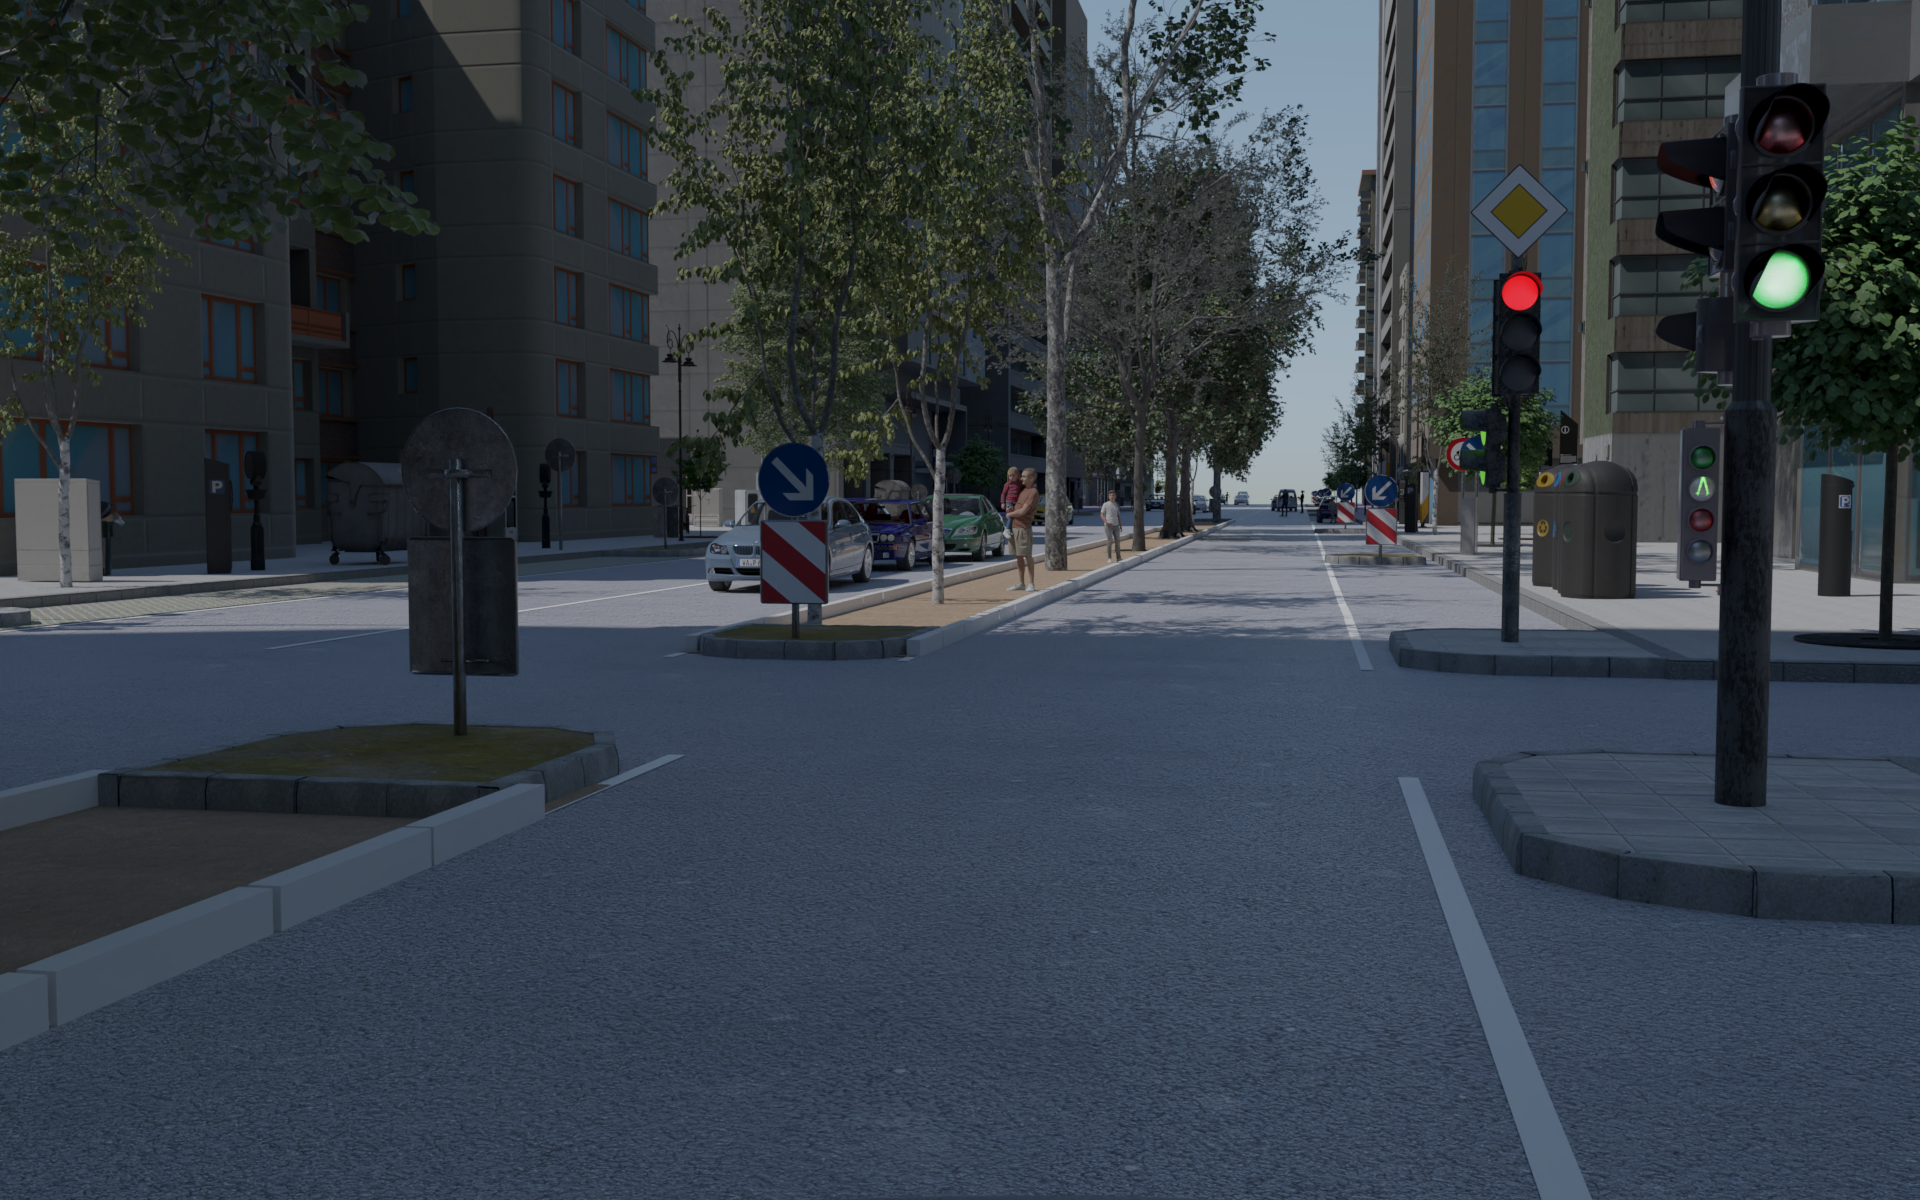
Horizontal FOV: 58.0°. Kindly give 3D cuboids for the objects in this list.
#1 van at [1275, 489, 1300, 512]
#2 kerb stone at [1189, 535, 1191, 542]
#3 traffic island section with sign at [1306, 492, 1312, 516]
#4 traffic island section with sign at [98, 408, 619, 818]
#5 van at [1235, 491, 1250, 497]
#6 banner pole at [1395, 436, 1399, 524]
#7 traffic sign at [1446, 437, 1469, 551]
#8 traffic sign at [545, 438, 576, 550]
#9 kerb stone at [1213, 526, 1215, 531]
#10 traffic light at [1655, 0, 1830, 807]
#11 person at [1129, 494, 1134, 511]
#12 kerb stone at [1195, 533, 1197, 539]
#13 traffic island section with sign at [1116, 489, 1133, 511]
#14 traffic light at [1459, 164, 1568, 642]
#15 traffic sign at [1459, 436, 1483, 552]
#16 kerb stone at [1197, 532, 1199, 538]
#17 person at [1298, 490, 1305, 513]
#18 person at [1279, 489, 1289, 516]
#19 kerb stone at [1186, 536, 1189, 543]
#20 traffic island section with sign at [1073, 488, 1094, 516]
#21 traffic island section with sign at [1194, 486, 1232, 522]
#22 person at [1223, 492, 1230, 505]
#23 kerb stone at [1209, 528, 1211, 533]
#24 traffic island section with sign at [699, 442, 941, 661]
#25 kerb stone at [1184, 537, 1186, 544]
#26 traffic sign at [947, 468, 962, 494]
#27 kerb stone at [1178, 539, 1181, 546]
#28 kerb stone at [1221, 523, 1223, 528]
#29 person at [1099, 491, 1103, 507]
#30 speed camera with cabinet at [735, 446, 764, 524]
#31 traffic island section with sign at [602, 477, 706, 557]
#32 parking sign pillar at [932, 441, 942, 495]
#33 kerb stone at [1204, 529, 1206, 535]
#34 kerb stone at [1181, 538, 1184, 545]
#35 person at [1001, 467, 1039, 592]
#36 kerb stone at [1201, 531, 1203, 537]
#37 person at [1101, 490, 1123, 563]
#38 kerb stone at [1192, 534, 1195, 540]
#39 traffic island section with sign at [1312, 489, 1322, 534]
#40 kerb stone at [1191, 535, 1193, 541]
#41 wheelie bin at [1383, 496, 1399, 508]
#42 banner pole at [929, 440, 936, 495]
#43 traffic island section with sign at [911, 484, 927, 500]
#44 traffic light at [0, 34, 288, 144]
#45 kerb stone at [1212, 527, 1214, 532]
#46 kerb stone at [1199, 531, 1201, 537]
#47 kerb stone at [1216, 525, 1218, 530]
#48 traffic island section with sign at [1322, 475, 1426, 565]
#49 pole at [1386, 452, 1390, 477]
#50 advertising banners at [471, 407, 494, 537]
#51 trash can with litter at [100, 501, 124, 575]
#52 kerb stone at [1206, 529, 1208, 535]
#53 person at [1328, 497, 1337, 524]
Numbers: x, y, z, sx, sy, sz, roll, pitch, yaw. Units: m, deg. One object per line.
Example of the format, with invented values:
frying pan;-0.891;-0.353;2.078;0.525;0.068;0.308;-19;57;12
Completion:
van;26.916;-8.282;142.428;2.013;2.044;4.112;1;4;11
kerb stone;6.622;-1.758;50.941;0.120;0.150;1.000;1;4;11
traffic island section with sign;23.762;-6.381;112.956;1.989;1.847;2.006;1;4;11
traffic island section with sign;-2.781;-0.030;8.635;2.006;1.907;1.989;1;4;11
van;39.088;-14.218;239.470;2.013;2.044;4.112;1;4;12
banner pole;18.850;-5.177;74.655;0.401;3.779;0.863;1;4;21
traffic sign;11.239;-2.360;38.699;0.768;2.556;0.104;1;4;20
traffic sign;-9.117;-2.408;39.485;0.768;2.556;0.104;1;4;14
kerb stone;9.392;-2.614;65.026;0.120;0.150;1.000;1;4;11
traffic light;1.148;-2.000;7.363;4.771;5.953;1.251;1;4;11
person;14.885;-8.408;149.234;1.065;1.426;0.557;1;4;10
kerb stone;7.218;-1.943;53.956;0.120;0.150;1.000;1;4;11
traffic island section with sign;13.199;-8.189;142.525;1.989;1.847;2.006;1;4;11
traffic light;4.760;-1.591;14.935;0.839;4.253;0.868;1;4;11
traffic sign;11.384;-2.327;38.159;0.768;2.556;0.104;1;4;20
kerb stone;7.417;-2.004;54.960;0.120;0.150;1.000;1;4;11
person;25.528;-7.359;129.637;0.721;1.723;1.217;0;4;-5
person;20.729;-6.242;111.009;0.568;1.767;0.683;3;5;44
kerb stone;6.424;-1.697;49.937;0.120;0.150;1.000;1;4;11
traffic island section with sign;7.920;-6.552;115.755;1.989;1.847;2.006;1;4;11
traffic island section with sign;13.168;-4.984;89.631;2.006;1.907;1.989;1;4;11
person;34.404;-13.102;223.534;1.217;1.723;0.721;-3;4;-37
kerb stone;8.800;-2.435;62.012;0.120;0.150;1.000;1;4;11
traffic island section with sign;-1.341;-0.475;15.901;2.006;1.907;1.989;1;4;11
kerb stone;6.226;-1.632;48.930;0.120;0.150;1.000;1;4;11
traffic sign;-0.297;-5.225;85.540;0.768;2.556;0.104;1;4;12
kerb stone;5.830;-1.512;46.915;0.120;0.150;1.000;1;4;11
kerb stone;10.586;-2.985;71.058;0.120;0.150;1.000;1;4;11
person;14.171;-10.051;173.761;0.530;1.710;0.541;1;4;11
speed camera with cabinet;-8.261;-4.635;70.124;0.660;3.252;2.038;2;4;31
traffic island section with sign;-6.975;-1.923;40.062;1.989;1.847;2.006;1;4;11
parking sign pillar;-1.136;-6.047;87.337;1.447;3.967;1.447;0;4;4
kerb stone;8.206;-2.250;58.978;0.120;0.150;1.000;1;4;11
kerb stone;6.032;-1.574;47.926;0.120;0.150;1.000;1;4;11
person;0.891;-1.039;25.459;0.580;1.828;0.573;1;4;11
kerb stone;7.807;-2.126;56.973;0.120;0.150;1.000;1;4;11
person;3.190;-1.519;35.929;0.523;1.515;0.503;2;4;34
kerb stone;7.015;-1.881;52.952;0.120;0.150;1.000;1;4;11
traffic island section with sign;13.980;-3.345;63.324;1.989;1.847;2.006;1;4;11
kerb stone;6.819;-1.817;51.944;0.120;0.150;1.000;1;4;11
wheelie bin;19.624;-4.384;79.591;0.980;1.594;0.693;0;4;4
banner pole;-1.198;-5.507;80.061;0.863;3.779;0.401;3;5;42
traffic island section with sign;-1.645;-3.578;67.126;1.989;1.847;2.006;1;4;11
traffic light;-9.178;-2.631;17.690;4.771;5.953;1.251;1;4;11
kerb stone;9.201;-2.554;64.022;0.120;0.150;1.000;1;4;11
kerb stone;7.620;-2.066;55.968;0.120;0.150;1.000;1;4;11
kerb stone;9.797;-2.737;67.045;0.120;0.150;1.000;1;4;11
traffic island section with sign;8.605;-1.673;35.978;1.989;1.847;2.006;1;4;11
pole;20.853;-5.541;84.438;0.158;3.312;0.155;0;3;0
advertising banners;-9.855;-2.420;35.760;0.090;3.025;2.074;-2;4;-27
trash can with litter;-13.551;-0.949;26.896;0.624;1.170;1.055;1;4;8
kerb stone;8.406;-2.312;59.990;0.120;0.150;1.000;1;4;11
person;17.947;-4.323;83.454;0.475;1.303;0.640;-2;4;-33
